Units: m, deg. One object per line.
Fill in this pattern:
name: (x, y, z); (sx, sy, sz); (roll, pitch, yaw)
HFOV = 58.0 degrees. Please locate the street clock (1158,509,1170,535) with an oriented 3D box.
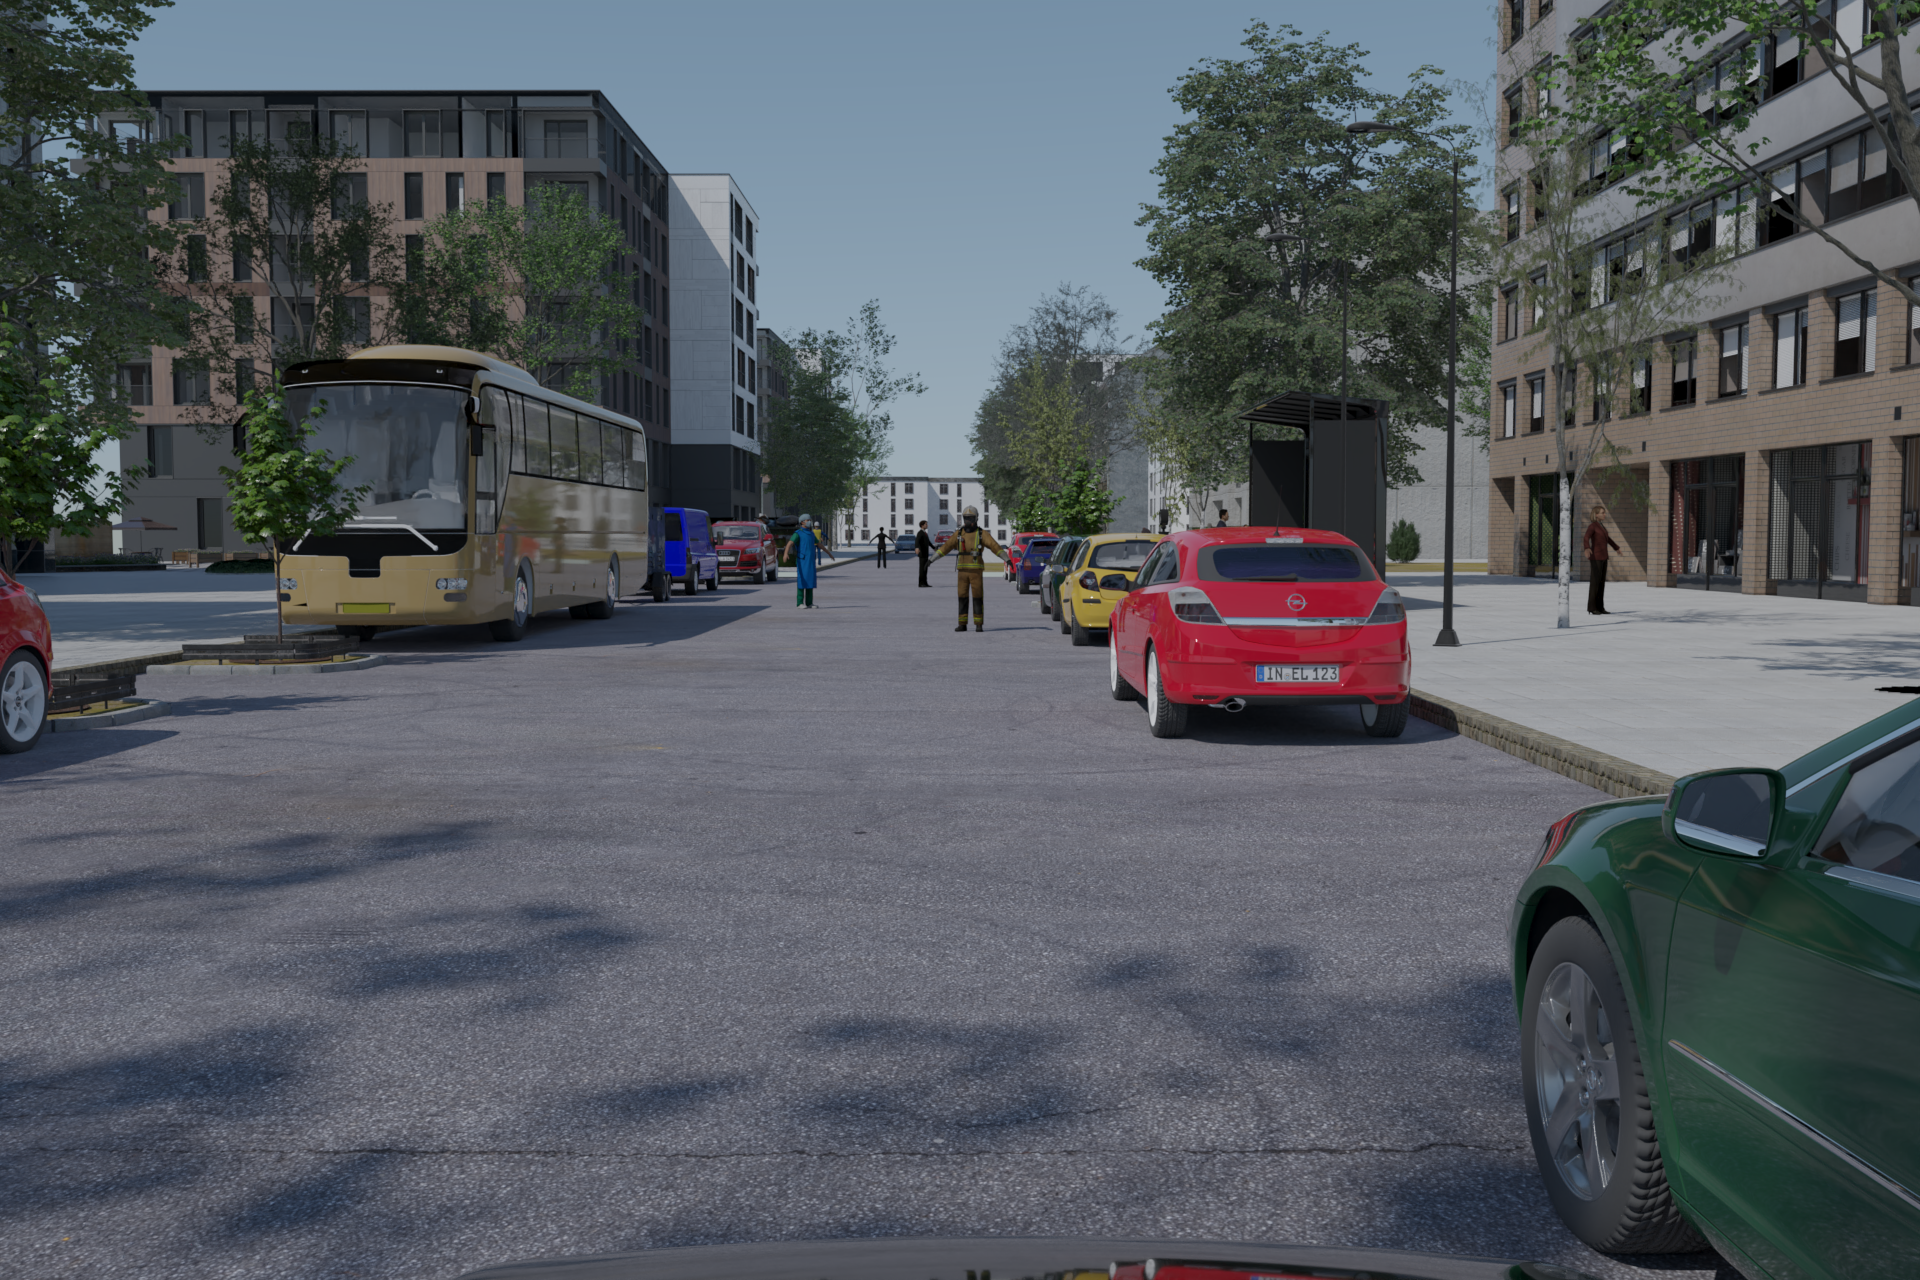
street clock: (5.897, -2.789, 50.163); (0.358, 2.002, 0.471); (0, 4, 0)

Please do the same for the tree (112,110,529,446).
tree: (-13.742, -6.335, 37.991); (8.767, 10.594, 7.601); (-2, 4, -31)

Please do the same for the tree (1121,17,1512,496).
tree: (8.579, -8.316, 42.625); (9.857, 13.997, 8.962); (0, 3, 0)

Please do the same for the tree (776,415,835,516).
tree: (-9.778, -9.614, 107.554); (4.360, 8.622, 3.978); (0, 3, 0)

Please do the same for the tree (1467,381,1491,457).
tree: (25.748, -8.495, 73.303); (8.767, 10.594, 7.601); (1, 4, 19)

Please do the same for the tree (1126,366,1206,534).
tree: (8.796, -7.586, 74.399); (4.360, 8.622, 3.978); (0, 3, 0)

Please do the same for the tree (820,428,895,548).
tree: (-10.331, -14.561, 163.831); (9.928, 11.665, 9.643); (0, 3, 0)

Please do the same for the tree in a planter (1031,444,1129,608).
tree in a planter: (2.417, -2.268, 34.299); (1.991, 3.239, 1.994); (0, 4, 1)

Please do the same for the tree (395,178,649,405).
tree: (-12.759, -7.630, 50.500); (9.928, 11.665, 9.643); (0, 3, 0)

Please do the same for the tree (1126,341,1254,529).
tree: (7.693, -6.454, 55.882); (4.737, 8.622, 4.395); (0, 3, 0)

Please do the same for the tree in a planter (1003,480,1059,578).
tree in a planter: (2.407, -3.655, 56.981); (1.991, 3.239, 1.994); (0, 4, 1)

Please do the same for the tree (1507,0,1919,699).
tree: (7.898, -5.370, 13.556); (9.928, 11.665, 9.643); (0, 3, 0)

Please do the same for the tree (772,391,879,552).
tree: (-9.717, -12.333, 127.392); (9.928, 11.665, 9.643); (0, 3, 0)

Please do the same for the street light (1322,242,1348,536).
street light: (6.506, -3.326, 26.928); (1.470, 5.913, 1.316); (0, 3, 0)

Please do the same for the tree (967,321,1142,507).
tree: (5.223, -11.559, 99.364); (12.009, 13.543, 11.850); (0, 3, 0)

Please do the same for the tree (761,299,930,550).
tree: (-9.277, -17.346, 139.490); (12.611, 20.169, 13.585); (0, 3, 0)

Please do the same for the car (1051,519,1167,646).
car: (2.279, -0.818, 23.590); (2.015, 1.641, 3.980); (0, 4, 0)

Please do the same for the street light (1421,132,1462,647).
street light: (6.126, -2.882, 19.661); (1.470, 5.913, 1.316); (0, 4, 0)

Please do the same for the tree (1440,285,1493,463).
tree: (21.722, -8.472, 64.269); (9.928, 11.665, 9.643); (0, 3, 0)

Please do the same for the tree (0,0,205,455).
tree: (-13.473, -6.280, 20.797); (7.486, 12.596, 7.792); (0, 3, 0)

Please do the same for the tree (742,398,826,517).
tree: (-10.183, -8.808, 94.366); (4.360, 8.622, 3.978); (0, 3, 0)

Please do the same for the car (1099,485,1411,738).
car: (2.218, -0.283, 13.675); (2.155, 1.783, 4.494); (0, 4, -1)

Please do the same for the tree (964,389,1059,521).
tree: (5.075, -13.768, 131.756); (9.857, 13.997, 8.962); (0, 3, 0)

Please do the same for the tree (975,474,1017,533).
tree: (4.832, -13.402, 153.527); (8.767, 10.594, 7.601); (3, 4, 38)

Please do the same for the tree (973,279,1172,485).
tree: (5.704, -10.579, 83.333); (12.009, 13.543, 11.850); (0, 3, 0)

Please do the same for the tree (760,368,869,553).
tree: (-10.182, -12.286, 119.009); (7.486, 12.596, 7.792); (0, 3, 0)

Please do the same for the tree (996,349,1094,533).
tree: (3.527, -7.205, 68.163); (4.737, 8.622, 4.395); (0, 3, 0)

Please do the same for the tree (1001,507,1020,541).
tree: (4.925, -13.036, 163.503); (4.737, 8.622, 4.395); (0, 3, 0)

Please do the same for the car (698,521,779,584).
car: (-6.554, -2.585, 50.932); (2.281, 1.827, 5.304); (0, 4, 0)

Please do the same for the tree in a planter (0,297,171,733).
tree in a planter: (-7.285, -0.979, 13.235); (1.991, 3.239, 1.994); (0, 4, 1)

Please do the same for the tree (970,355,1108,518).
tree: (5.407, -12.862, 116.954); (9.857, 13.997, 8.962); (0, 3, 0)

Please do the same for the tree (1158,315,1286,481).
tree: (11.371, -8.097, 66.805); (7.601, 10.594, 8.767); (2, 4, 25)

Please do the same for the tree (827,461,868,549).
tree: (-10.348, -12.296, 151.403); (4.737, 8.622, 4.395); (0, 3, 0)

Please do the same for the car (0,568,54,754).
car: (-7.005, -0.051, 9.876); (2.155, 1.783, 4.494); (0, 4, 0)

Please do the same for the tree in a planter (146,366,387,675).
tree in a planter: (-7.318, -1.304, 18.546); (1.991, 3.239, 1.994); (0, 4, 0)

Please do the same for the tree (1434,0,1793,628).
tree: (8.096, -4.478, 23.580); (4.360, 8.622, 3.978); (0, 3, 0)

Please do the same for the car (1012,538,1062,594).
car: (2.262, -1.830, 42.505); (1.945, 1.354, 3.894); (0, 4, 0)

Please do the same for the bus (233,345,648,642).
bus: (-7.062, -2.125, 26.297); (2.896, 3.916, 12.252); (0, 4, 0)
